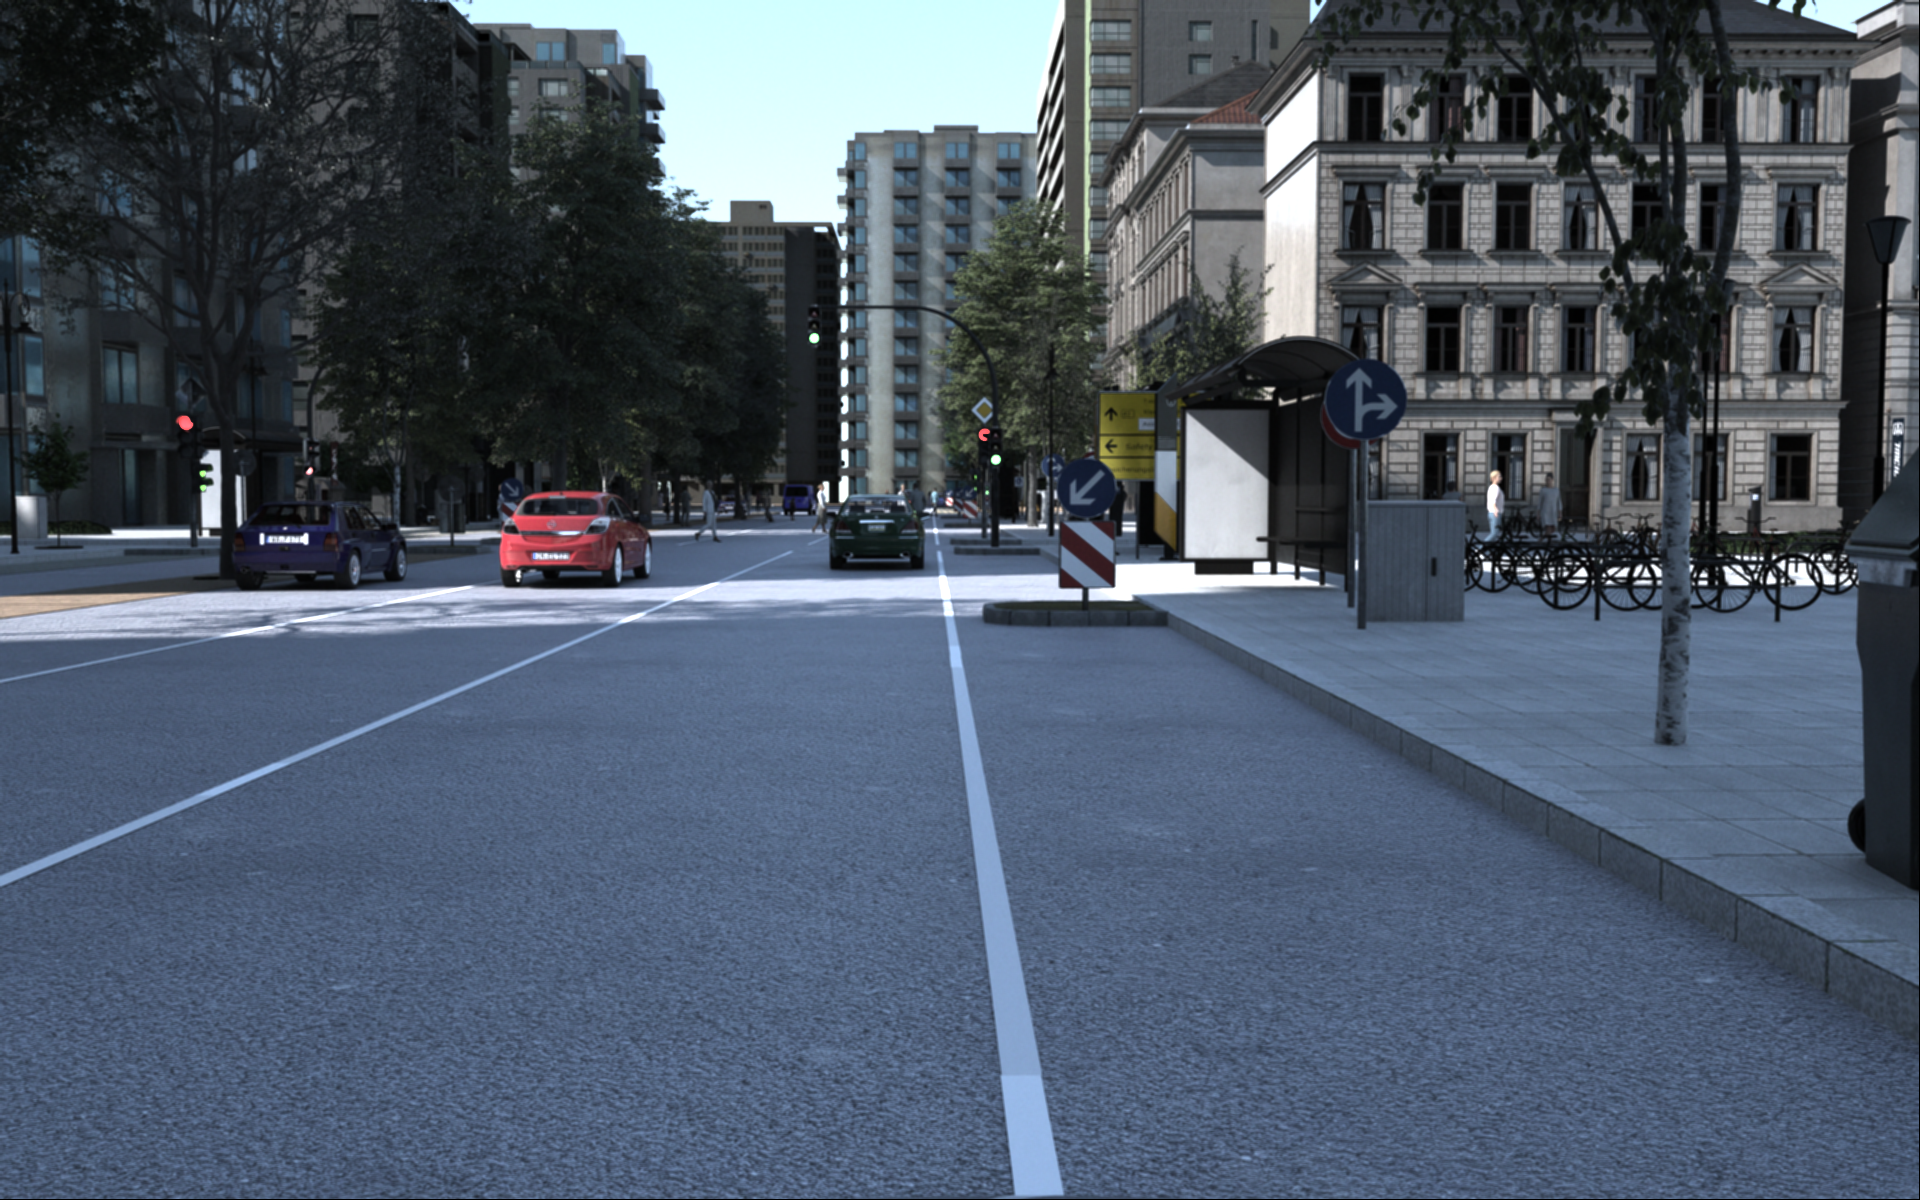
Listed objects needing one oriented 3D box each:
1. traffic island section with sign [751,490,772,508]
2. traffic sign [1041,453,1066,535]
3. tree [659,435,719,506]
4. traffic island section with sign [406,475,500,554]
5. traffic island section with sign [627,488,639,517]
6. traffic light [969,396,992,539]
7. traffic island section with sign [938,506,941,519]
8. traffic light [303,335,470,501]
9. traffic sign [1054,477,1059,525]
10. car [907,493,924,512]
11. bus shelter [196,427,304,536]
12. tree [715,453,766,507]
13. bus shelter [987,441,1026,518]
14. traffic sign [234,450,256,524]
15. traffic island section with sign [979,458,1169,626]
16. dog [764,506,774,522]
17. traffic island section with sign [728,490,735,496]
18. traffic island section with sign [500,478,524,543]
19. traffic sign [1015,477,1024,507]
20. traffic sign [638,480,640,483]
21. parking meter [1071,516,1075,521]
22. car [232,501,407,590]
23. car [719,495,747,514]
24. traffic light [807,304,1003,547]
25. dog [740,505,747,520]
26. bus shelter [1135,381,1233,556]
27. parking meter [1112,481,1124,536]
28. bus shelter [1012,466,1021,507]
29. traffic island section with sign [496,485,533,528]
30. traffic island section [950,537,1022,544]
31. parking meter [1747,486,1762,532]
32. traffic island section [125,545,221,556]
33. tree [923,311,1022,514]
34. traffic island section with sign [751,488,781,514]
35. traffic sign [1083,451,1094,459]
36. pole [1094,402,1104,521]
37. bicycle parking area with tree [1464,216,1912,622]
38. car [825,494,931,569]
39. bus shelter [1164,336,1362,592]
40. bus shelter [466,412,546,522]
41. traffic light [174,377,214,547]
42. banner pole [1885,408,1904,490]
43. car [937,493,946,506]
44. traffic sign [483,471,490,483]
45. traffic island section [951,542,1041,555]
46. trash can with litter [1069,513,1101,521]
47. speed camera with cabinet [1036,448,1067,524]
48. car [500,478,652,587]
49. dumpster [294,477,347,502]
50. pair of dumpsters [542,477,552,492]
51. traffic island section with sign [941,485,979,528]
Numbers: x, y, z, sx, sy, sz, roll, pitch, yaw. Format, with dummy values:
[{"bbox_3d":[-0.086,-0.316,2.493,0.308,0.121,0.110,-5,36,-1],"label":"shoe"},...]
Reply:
[{"bbox_3d":[-20.536,-10.446,179.420,1.989,1.847,2.006,0,4,-1],"label":"traffic island section with sign"},{"bbox_3d":[2.918,-3.311,54.239,0.768,2.556,0.104,0,4,2],"label":"traffic sign"},{"bbox_3d":[-23.112,-12.658,141.378,8.767,10.594,7.601,0,4,-2],"label":"tree"},{"bbox_3d":[-12.513,-2.076,42.074,2.006,1.907,1.989,0,4,-1],"label":"traffic island section with sign"},{"bbox_3d":[-19.194,-5.683,101.542,1.989,1.847,2.006,0,4,-1],"label":"traffic island section with sign"},{"bbox_3d":[0.687,-3.732,49.936,0.839,4.253,0.868,0,4,-1],"label":"traffic light"},{"bbox_3d":[-0.162,-5.689,101.636,1.989,1.847,2.006,0,4,-1],"label":"traffic island section with sign"},{"bbox_3d":[-16.481,-4.587,49.658,4.771,5.953,1.251,0,4,-1],"label":"traffic light"},{"bbox_3d":[4.066,-4.397,72.004,0.768,2.556,0.104,0,4,1],"label":"traffic sign"},{"bbox_3d":[-2.992,-5.429,97.802,2.155,1.783,4.494,0,4,-2],"label":"car"},{"bbox_3d":[-22.351,-3.726,54.839,2.014,3.302,5.546,0,4,-1],"label":"bus shelter"},{"bbox_3d":[-24.031,-15.583,171.788,9.611,12.733,9.660,0,3,0],"label":"tree"},{"bbox_3d":[2.393,-7.112,93.913,2.179,5.291,8.768,0,4,-1],"label":"bus shelter"},{"bbox_3d":[-20.552,-3.029,49.632,0.768,2.556,0.104,0,4,-1],"label":"traffic sign"},{"bbox_3d":[1.264,-0.678,19.708,1.989,1.847,2.006,0,4,-1],"label":"traffic island section with sign"},{"bbox_3d":[-9.607,-4.365,88.198,0.800,0.831,0.513,-1,4,-17],"label":"dog"},{"bbox_3d":[-20.070,-8.798,152.469,1.989,1.847,2.006,0,4,-1],"label":"traffic island section with sign"},{"bbox_3d":[-12.632,-2.529,49.480,2.006,1.907,1.989,0,4,-1],"label":"traffic island section with sign"},{"bbox_3d":[3.449,-6.102,101.892,0.606,2.300,0.079,0,4,0],"label":"traffic sign"},{"bbox_3d":[-22.503,-7.507,122.841,0.768,2.556,0.104,0,4,2],"label":"traffic sign"},{"bbox_3d":[3.358,-2.679,49.513,0.399,1.863,0.255,-2,4,-24],"label":"parking meter"},{"bbox_3d":[-9.999,-0.901,27.313,1.945,1.354,3.894,0,4,-2],"label":"car"},{"bbox_3d":[-16.777,-7.060,128.016,1.945,1.354,3.894,0,4,1],"label":"car"},{"bbox_3d":[-1.265,-4.104,41.775,4.771,5.953,1.251,0,4,-1],"label":"traffic light"},{"bbox_3d":[-12.119,-4.859,96.282,0.513,0.831,0.800,1,4,12],"label":"dog"},{"bbox_3d":[4.827,-2.921,39.034,1.731,3.624,6.357,0,4,-1],"label":"bus shelter"},{"bbox_3d":[4.750,-2.863,52.527,0.399,1.863,0.255,0,4,-2],"label":"parking meter"},{"bbox_3d":[3.235,-7.891,122.945,2.014,3.302,5.546,0,4,-1],"label":"bus shelter"},{"bbox_3d":[-18.712,-4.018,74.326,1.989,1.847,2.006,0,4,-1],"label":"traffic island section with sign"},{"bbox_3d":[0.727,-1.698,50.051,2.009,0.180,2.903,0,4,-1],"label":"traffic island section"},{"bbox_3d":[24.001,-2.686,52.327,0.372,1.533,0.369,0,3,0],"label":"parking meter"},{"bbox_3d":[-18.473,-1.190,41.737,2.009,0.180,2.903,0,4,-1],"label":"traffic island section"},{"bbox_3d":[2.419,-12.260,110.824,12.009,13.543,11.850,0,3,0],"label":"tree"},{"bbox_3d":[-13.946,-7.124,124.608,2.006,1.907,1.989,0,4,-1],"label":"traffic island section with sign"},{"bbox_3d":[3.986,-3.151,51.619,0.768,2.556,0.104,0,4,1],"label":"traffic sign"},{"bbox_3d":[3.068,-2.716,38.245,0.158,3.312,0.155,0,3,0],"label":"pole"},{"bbox_3d":[10.004,-2.053,20.567,9.016,4.147,8.231,1,4,19],"label":"bicycle parking area with tree"},{"bbox_3d":[-1.640,-1.391,34.545,2.131,1.459,4.920,0,4,-2],"label":"car"},{"bbox_3d":[4.329,-1.901,25.004,2.014,3.302,5.546,0,4,-1],"label":"bus shelter"},{"bbox_3d":[-21.900,-6.453,83.138,2.179,5.291,8.768,0,4,-1],"label":"bus shelter"},{"bbox_3d":[-18.433,-3.222,41.603,0.839,4.253,0.868,0,4,-1],"label":"traffic light"},{"bbox_3d":[27.140,-3.693,50.393,0.401,3.779,0.863,-1,4,-11],"label":"banner pole"},{"bbox_3d":[-1.808,-10.595,182.823,1.945,1.707,3.694,0,4,0],"label":"car"},{"bbox_3d":[-23.566,-5.318,86.956,0.884,2.594,0.081,0,4,4],"label":"traffic sign"},{"bbox_3d":[0.866,-1.210,42.067,2.009,0.180,2.903,0,4,-1],"label":"traffic island section"},{"bbox_3d":[2.832,-1.600,37.541,0.624,1.170,1.055,2,4,28],"label":"trash can with litter"},{"bbox_3d":[3.920,-4.951,75.291,0.660,3.252,2.038,-3,4,-39],"label":"speed camera with cabinet"},{"bbox_3d":[-6.163,-1.167,28.126,2.155,1.783,4.494,0,4,-1],"label":"car"},{"bbox_3d":[-22.021,-3.295,59.639,1.264,1.857,1.865,0,4,-1],"label":"dumpster"},{"bbox_3d":[-23.161,-5.755,96.591,1.574,2.255,4.437,0,4,-1],"label":"pair of dumpsters"},{"bbox_3d":[0.306,-4.040,74.685,1.989,1.847,2.006,0,4,-1],"label":"traffic island section with sign"}]
